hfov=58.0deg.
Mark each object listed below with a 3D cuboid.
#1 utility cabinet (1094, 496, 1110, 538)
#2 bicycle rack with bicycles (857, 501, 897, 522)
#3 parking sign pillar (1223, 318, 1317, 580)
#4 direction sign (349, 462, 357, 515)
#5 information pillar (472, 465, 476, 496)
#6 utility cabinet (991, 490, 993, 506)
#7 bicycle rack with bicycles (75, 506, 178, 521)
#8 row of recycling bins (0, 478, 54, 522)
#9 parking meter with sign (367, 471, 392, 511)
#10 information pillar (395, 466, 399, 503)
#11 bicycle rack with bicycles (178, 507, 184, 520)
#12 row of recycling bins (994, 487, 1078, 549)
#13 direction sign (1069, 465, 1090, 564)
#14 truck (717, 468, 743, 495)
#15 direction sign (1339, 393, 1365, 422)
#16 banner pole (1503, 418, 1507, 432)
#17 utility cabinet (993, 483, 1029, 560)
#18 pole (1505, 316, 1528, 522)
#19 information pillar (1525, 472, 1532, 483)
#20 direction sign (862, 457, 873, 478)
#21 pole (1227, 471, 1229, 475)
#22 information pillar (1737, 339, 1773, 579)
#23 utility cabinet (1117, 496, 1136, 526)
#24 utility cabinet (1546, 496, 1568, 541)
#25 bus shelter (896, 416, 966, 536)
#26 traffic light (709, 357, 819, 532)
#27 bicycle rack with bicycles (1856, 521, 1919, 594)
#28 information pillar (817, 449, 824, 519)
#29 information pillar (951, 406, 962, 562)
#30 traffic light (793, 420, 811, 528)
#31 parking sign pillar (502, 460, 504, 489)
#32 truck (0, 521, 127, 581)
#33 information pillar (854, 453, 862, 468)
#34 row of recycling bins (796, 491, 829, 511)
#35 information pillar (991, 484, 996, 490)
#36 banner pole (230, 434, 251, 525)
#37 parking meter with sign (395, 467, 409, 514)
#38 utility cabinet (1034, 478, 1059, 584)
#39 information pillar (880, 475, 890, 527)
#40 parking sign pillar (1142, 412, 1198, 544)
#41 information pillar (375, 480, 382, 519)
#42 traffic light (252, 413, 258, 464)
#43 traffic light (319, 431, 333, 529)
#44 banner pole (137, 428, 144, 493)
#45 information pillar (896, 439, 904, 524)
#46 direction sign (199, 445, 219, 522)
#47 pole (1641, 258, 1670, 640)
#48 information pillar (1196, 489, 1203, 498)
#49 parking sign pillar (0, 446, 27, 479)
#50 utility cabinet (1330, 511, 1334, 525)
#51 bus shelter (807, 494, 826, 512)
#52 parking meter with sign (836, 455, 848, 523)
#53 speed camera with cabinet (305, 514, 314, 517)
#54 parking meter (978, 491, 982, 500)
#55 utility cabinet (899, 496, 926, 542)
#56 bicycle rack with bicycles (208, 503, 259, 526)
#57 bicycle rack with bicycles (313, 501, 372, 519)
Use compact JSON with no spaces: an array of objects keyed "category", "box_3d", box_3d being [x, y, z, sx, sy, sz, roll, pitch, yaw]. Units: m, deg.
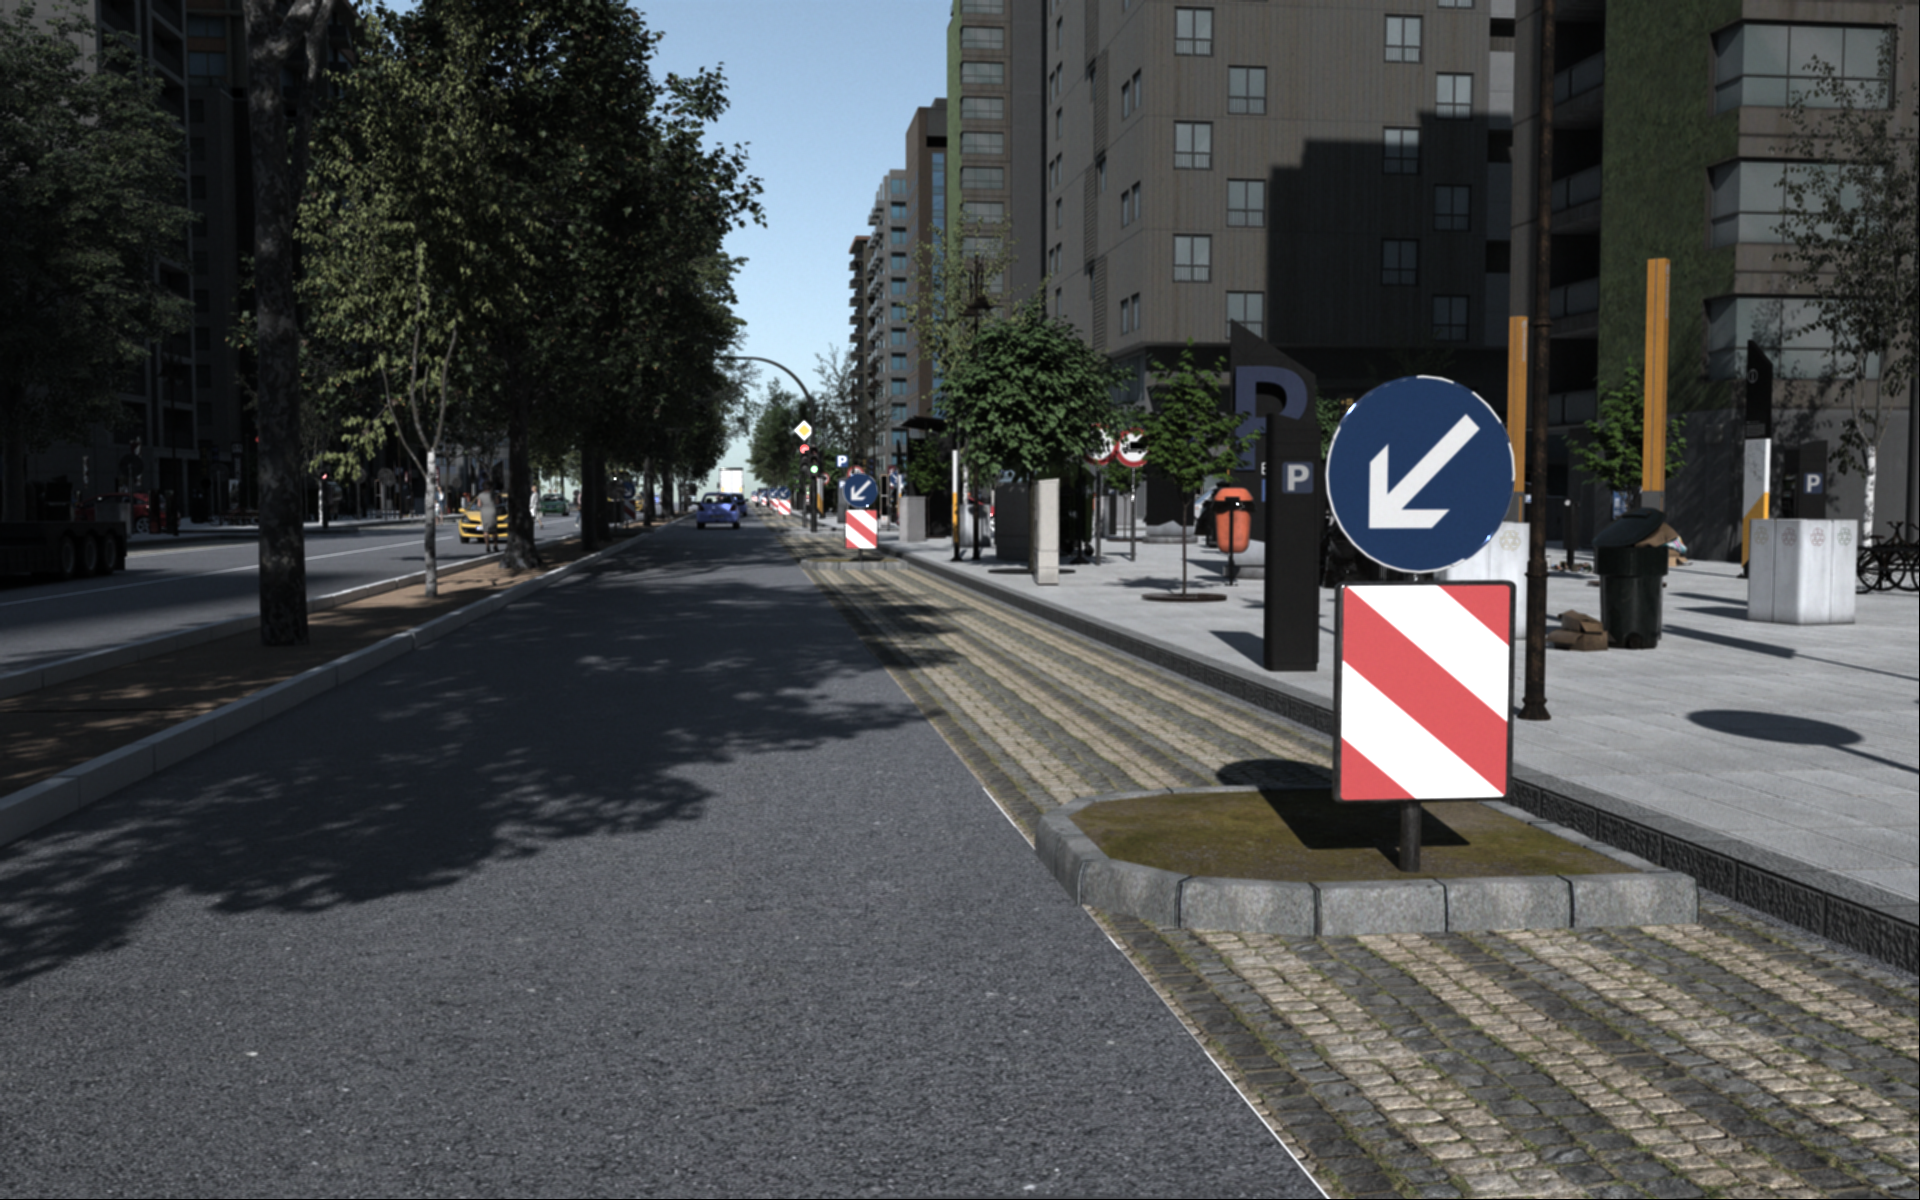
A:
[{"category":"utility cabinet","box_3d":[4.198,-2.454,51.291,0.306,1.237,1.020,1,4,14]},{"category":"bicycle rack with bicycles","box_3d":[-3.726,-4.073,79.977,2.852,0.926,2.925,0,4,-2]},{"category":"parking sign pillar","box_3d":[4.773,-2.323,26.456,1.447,3.967,1.447,0,4,7]},{"category":"direction sign","box_3d":[-37.992,-7.120,108.402,0.876,3.537,0.379,2,4,32]},{"category":"information pillar","box_3d":[-38.647,-8.944,137.589,0.183,3.616,0.504,1,4,12]},{"category":"utility cabinet","box_3d":[2.031,-4.976,90.033,0.318,1.500,1.173,2,4,32]},{"category":"bicycle rack with bicycles","box_3d":[-36.137,-3.757,74.811,2.852,0.926,2.925,2,4,26]},{"category":"row of recycling bins","box_3d":[-25.288,-2.430,46.840,1.069,1.692,3.534,0,4,-4]},{"category":"parking meter with sign","box_3d":[-42.909,-8.059,128.028,1.738,3.016,0.543,-1,4,-16]},{"category":"information pillar","box_3d":[-44.443,-8.907,136.985,0.183,3.616,0.504,2,4,35]},{"category":"bicycle rack with bicycles","box_3d":[-39.945,-4.421,85.664,2.925,0.926,2.852,-2,4,-35]},{"category":"row of recycling bins","box_3d":[1.817,-2.149,42.244,1.069,1.692,3.534,-2,4,-24]},{"category":"direction sign","box_3d":[2.206,-2.433,31.783,0.379,3.537,0.876,3,5,40]},{"category":"truck","box_3d":[-25.254,-12.348,190.795,2.839,4.237,11.283,-1,4,-9]},{"category":"direction sign","box_3d":[8.953,-2.873,38.965,0.876,3.537,0.379,2,4,25]},{"category":"banner pole","box_3d":[15.950,-3.678,50.146,0.401,3.779,0.863,-1,4,-21]},{"category":"utility cabinet","box_3d":[1.250,-1.502,33.230,1.173,1.500,0.318,3,5,39]},{"category":"pole","box_3d":[6.415,-1.599,19.990,0.158,3.312,0.155,0,3,0]},{"category":"information pillar","box_3d":[18.558,-3.207,56.920,0.304,2.012,0.304,-1,4,-16]},{"category":"direction sign","box_3d":[-5.680,-7.020,106.774,0.876,3.537,0.379,1,4,20]},{"category":"pole","box_3d":[11.712,-4.983,75.319,0.158,3.312,0.155,0,3,0]},{"category":"information pillar","box_3d":[11.996,-2.124,26.083,0.183,3.616,0.504,-1,4,-13]},{"category":"utility cabinet","box_3d":[6.677,-3.567,69.479,0.306,1.237,1.020,-2,4,-27]},{"category":"utility cabinet","box_3d":[16.334,-2.250,47.941,1.020,1.237,0.306,-2,4,-26]},{"category":"bus shelter","box_3d":[-0.915,-3.912,55.242,1.731,3.624,6.357,0,4,-7]},{"category":"traffic light","box_3d":[-6.977,-5.061,57.414,4.771,5.953,1.251,0,4,-7]},{"category":"bicycle rack with bicycles","box_3d":[12.266,-0.544,22.275,2.852,0.926,2.925,-3,4,-38]},{"category":"information pillar","box_3d":[-7.248,-6.023,89.832,0.183,3.616,0.504,1,4,21]},{"category":"information pillar","box_3d":[-0.072,-2.539,32.875,0.183,3.616,0.504,0,4,6]},{"category":"traffic light","box_3d":[-5.924,-4.698,65.740,0.839,4.253,0.868,0,4,-7]},{"category":"parking sign pillar","box_3d":[-36.669,-9.063,136.645,1.447,3.967,1.447,0,4,-6]},{"category":"truck","box_3d":[-14.791,-1.955,21.715,2.967,4.110,18.799,-1,4,-9]},{"category":"information pillar","box_3d":[-5.403,-6.089,90.914,0.504,3.616,0.183,2,4,26]},{"category":"row of recycling bins","box_3d":[-11.547,-7.846,135.389,3.534,1.692,1.069,3,5,43]},{"category":"information pillar","box_3d":[2.383,-7.077,120.205,0.304,2.012,0.304,2,4,31]},{"category":"banner pole","box_3d":[-29.978,-5.034,72.326,0.863,3.779,0.401,-1,4,-22]},{"category":"parking meter with sign","box_3d":[-35.748,-7.031,111.224,0.543,3.016,1.738,-2,4,-34]},{"category":"utility cabinet","box_3d":[1.226,-0.988,24.835,0.318,1.500,1.173,0,4,0]},{"category":"information pillar","box_3d":[-2.875,-3.802,66.651,0.304,2.012,0.304,1,4,14]},{"category":"parking sign pillar","box_3d":[5.492,-3.470,45.199,1.447,3.967,1.447,-3,5,-44]},{"category":"information pillar","box_3d":[-30.338,-5.253,90.376,0.304,2.012,0.304,-1,4,-13]},{"category":"traffic light","box_3d":[-22.282,-4.078,55.595,0.839,4.253,0.868,0,4,-7]},{"category":"traffic light","box_3d":[-21.229,-5.452,63.814,4.771,5.953,1.251,0,4,-7]},{"category":"banner pole","box_3d":[-31.080,-4.629,65.698,0.401,3.779,0.863,-3,4,-37]},{"category":"information pillar","box_3d":[-2.596,-5.038,73.733,0.183,3.616,0.504,-1,4,-14]},{"category":"direction sign","box_3d":[-34.729,-5.394,80.196,0.876,3.537,0.379,0,4,-2]},{"category":"pole","box_3d":[6.063,-1.302,15.125,0.158,3.312,0.155,0,3,0]},{"category":"information pillar","box_3d":[11.281,-4.715,81.580,0.304,2.012,0.304,1,4,23]},{"category":"parking sign pillar","box_3d":[-46.609,-5.912,85.130,1.447,3.967,1.447,-1,4,-13]},{"category":"utility cabinet","box_3d":[9.296,-1.880,41.893,0.306,1.237,1.020,3,5,40]},{"category":"bus shelter","box_3d":[-10.582,-8.176,124.963,1.731,3.624,6.357,0,4,-7]},{"category":"parking meter with sign","box_3d":[-5.211,-4.909,76.524,0.543,3.016,1.738,0,4,-3]},{"category":"speed camera with cabinet","box_3d":[-37.004,-6.369,98.469,0.660,3.252,2.038,-1,4,-14]},{"category":"parking meter","box_3d":[1.278,-6.616,116.589,0.372,1.533,0.369,0,3,0]},{"category":"utility cabinet","box_3d":[-1.284,-2.154,46.380,0.306,1.237,1.020,2,4,26]},{"category":"bicycle rack with bicycles","box_3d":[-28.523,-3.449,69.766,2.925,0.926,2.852,-1,4,-13]},{"category":"bicycle rack with bicycles","box_3d":[-32.361,-4.771,91.384,2.925,0.926,2.852,3,5,41]}]
